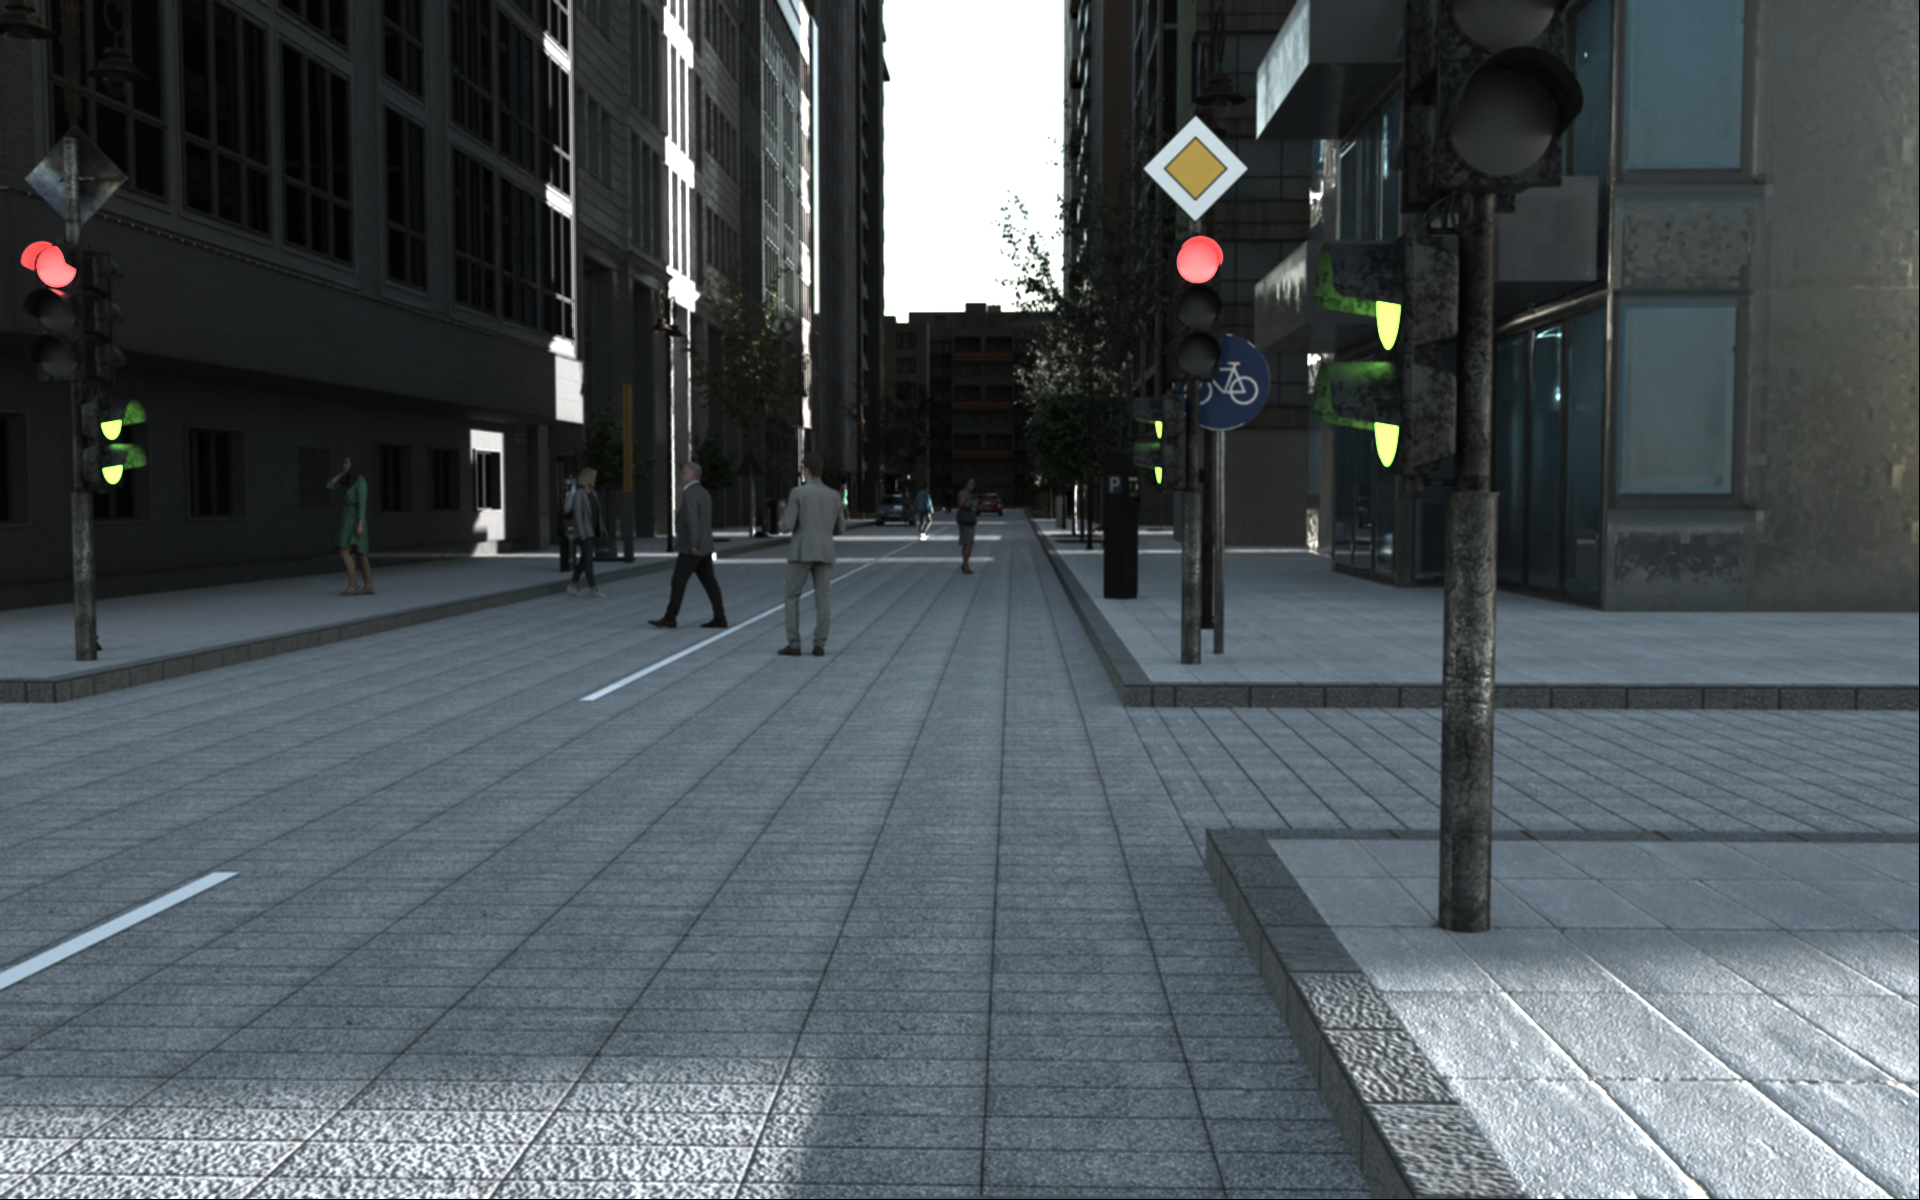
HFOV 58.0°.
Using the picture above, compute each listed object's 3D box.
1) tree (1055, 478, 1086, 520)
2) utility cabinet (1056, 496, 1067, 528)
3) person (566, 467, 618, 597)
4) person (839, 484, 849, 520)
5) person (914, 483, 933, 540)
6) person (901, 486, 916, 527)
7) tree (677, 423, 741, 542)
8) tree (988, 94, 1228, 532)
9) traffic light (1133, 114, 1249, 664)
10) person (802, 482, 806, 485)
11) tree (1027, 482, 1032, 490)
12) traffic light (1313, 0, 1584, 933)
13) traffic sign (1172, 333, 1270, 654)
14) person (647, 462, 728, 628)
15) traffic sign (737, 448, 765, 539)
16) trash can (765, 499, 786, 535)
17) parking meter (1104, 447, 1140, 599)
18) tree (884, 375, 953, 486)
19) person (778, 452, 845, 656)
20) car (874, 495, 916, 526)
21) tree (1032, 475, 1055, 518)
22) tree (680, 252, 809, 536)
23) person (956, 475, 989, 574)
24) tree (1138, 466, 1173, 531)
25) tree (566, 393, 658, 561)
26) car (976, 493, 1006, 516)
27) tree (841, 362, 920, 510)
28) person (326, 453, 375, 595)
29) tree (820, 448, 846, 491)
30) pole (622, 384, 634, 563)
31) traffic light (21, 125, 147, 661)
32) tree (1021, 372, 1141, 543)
[{"bbox_3d":[5.981,-5.664,87.206,1.663,3.219,1.824,0,3,0],"label":"tree"},{"bbox_3d":[3.870,-3.372,66.294,0.306,1.237,1.020,1,4,11],"label":"utility cabinet"},{"bbox_3d":[-5.191,-0.953,24.262,0.728,1.800,0.709,2,4,24],"label":"person"},{"bbox_3d":[-5.660,-4.802,84.805,0.529,1.795,0.600,-1,4,-15],"label":"person"},{"bbox_3d":[-1.149,-2.769,54.123,0.601,1.785,0.444,3,5,45],"label":"person"},{"bbox_3d":[-2.250,-4.084,75.546,0.520,1.790,0.573,-2,4,-35],"label":"person"},{"bbox_3d":[-6.884,-3.198,46.886,1.663,3.219,1.824,0,3,0],"label":"tree"},{"bbox_3d":[2.680,-4.953,31.339,4.360,8.622,3.978,0,3,0],"label":"tree"},{"bbox_3d":[1.730,-1.473,13.000,0.839,4.253,0.868,0,4,2],"label":"traffic light"},{"bbox_3d":[-6.305,-3.908,70.291,0.721,1.781,0.623,0,4,-3],"label":"person"},{"bbox_3d":[6.678,-9.296,146.597,1.663,3.219,1.824,0,3,0],"label":"tree"},{"bbox_3d":[1.476,-0.985,5.019,0.839,4.253,0.868,0,4,2],"label":"traffic light"},{"bbox_3d":[2.081,-0.841,13.858,0.768,2.556,0.104,1,4,11],"label":"traffic sign"},{"bbox_3d":[-2.910,-0.587,18.503,0.834,1.777,0.661,0,4,1],"label":"person"},{"bbox_3d":[-5.978,-3.022,49.417,0.884,2.594,0.081,1,4,11],"label":"traffic sign"},{"bbox_3d":[-5.845,-2.646,54.909,0.748,1.137,0.748,0,3,0],"label":"trash can"},{"bbox_3d":[1.985,-0.950,21.252,0.399,1.863,0.255,3,5,43],"label":"parking meter"},{"bbox_3d":[-4.408,-12.336,136.109,8.767,10.594,7.601,1,4,11],"label":"tree"},{"bbox_3d":[-1.364,-0.413,15.460,0.606,1.804,0.583,-3,4,-38],"label":"person"},{"bbox_3d":[-2.930,-4.161,80.029,2.014,1.417,4.499,0,4,0],"label":"car"},{"bbox_3d":[5.102,-5.997,92.655,1.663,3.219,1.824,0,3,0],"label":"tree"},{"bbox_3d":[-6.345,-6.250,52.553,4.737,8.622,4.395,0,3,0],"label":"tree"},{"bbox_3d":[0.189,-1.366,31.199,0.532,1.782,0.716,1,4,23],"label":"person"},{"bbox_3d":[7.200,-4.045,60.738,1.663,3.219,1.824,0,3,0],"label":"tree"},{"bbox_3d":[-6.765,-2.363,33.243,1.663,3.219,1.824,0,3,0],"label":"tree"},{"bbox_3d":[1.936,-6.459,114.651,2.155,1.783,4.494,0,4,4],"label":"car"},{"bbox_3d":[-4.399,-8.935,96.456,4.360,8.622,3.978,0,3,0],"label":"tree"},{"bbox_3d":[-7.637,-0.954,21.887,0.600,1.795,0.529,3,5,39],"label":"person"},{"bbox_3d":[-5.755,-4.808,73.218,1.663,3.219,1.824,0,3,0],"label":"tree"},{"bbox_3d":[-6.165,-2.344,32.161,0.158,3.312,0.155,0,3,0],"label":"pole"},{"bbox_3d":[-6.727,-1.488,13.253,0.839,4.253,0.868,0,4,2],"label":"traffic light"},{"bbox_3d":[3.262,-3.823,46.221,4.285,4.588,4.351,0,3,0],"label":"tree"}]
